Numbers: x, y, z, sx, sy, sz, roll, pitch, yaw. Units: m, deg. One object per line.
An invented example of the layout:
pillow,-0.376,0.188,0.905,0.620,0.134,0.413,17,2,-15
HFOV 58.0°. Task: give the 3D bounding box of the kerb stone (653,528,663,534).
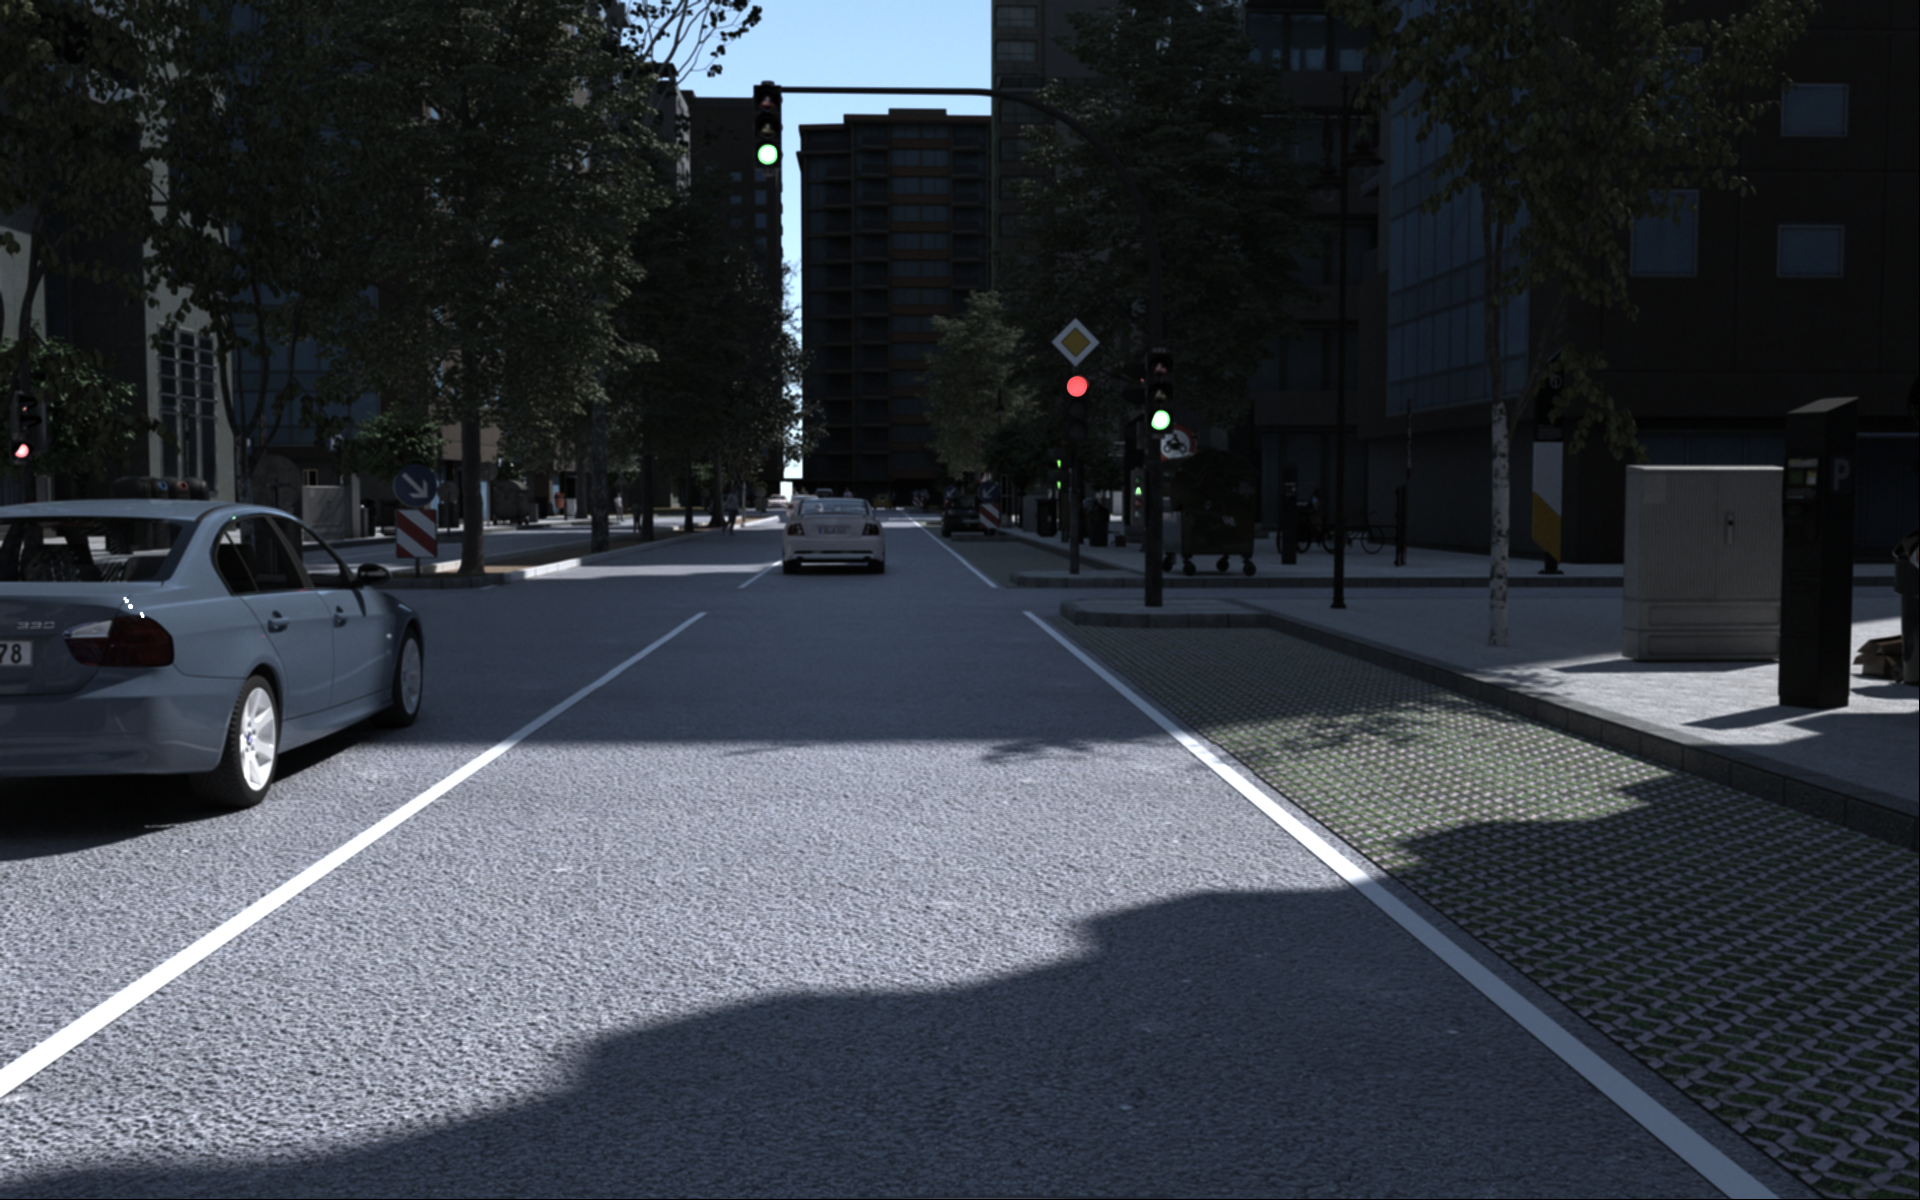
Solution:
kerb stone,-11.029,-2.504,63.139,0.120,0.150,1.000,0,4,-3

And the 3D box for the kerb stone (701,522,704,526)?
kerb stone,-11.696,-3.382,77.486,0.120,0.150,1.000,0,4,-3

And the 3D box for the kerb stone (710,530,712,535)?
kerb stone,-8.794,-2.321,60.140,0.120,0.150,1.000,0,4,-3

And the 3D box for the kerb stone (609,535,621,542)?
kerb stone,-10.564,-1.875,52.901,0.120,0.150,1.000,0,4,-3

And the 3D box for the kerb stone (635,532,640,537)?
kerb stone,-10.749,-2.126,56.989,0.120,0.150,1.000,0,4,-3

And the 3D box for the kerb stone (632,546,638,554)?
kerb stone,-7.944,-1.194,41.726,0.120,0.150,1.000,0,4,-3

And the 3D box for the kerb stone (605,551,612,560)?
kerb stone,-7.757,-0.945,37.642,0.120,0.150,1.000,0,4,-3

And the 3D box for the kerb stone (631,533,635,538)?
kerb stone,-10.703,-2.066,55.968,0.120,0.150,1.000,0,4,-3

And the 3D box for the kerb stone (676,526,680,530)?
kerb stone,-11.273,-2.818,68.269,0.120,0.150,1.000,0,4,-3

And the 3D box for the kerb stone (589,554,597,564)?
kerb stone,-7.661,-0.820,35.599,0.120,0.150,1.000,0,4,-3

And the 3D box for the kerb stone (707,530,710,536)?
kerb stone,-8.734,-2.258,59.119,0.120,0.150,1.000,0,4,-3

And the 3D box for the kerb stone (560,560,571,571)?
kerb stone,-7.514,-0.628,32.529,0.120,0.150,1.000,0,4,-3

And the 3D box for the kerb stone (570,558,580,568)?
kerb stone,-7.570,-0.693,33.557,0.120,0.150,1.000,0,4,-3

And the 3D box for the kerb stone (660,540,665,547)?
kerb stone,-8.172,-1.507,46.834,0.120,0.150,1.000,0,4,-3

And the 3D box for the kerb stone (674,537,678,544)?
kerb stone,-8.320,-1.695,49.903,0.120,0.150,1.000,0,4,-3

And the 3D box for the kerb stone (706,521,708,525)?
kerb stone,-11.789,-3.507,79.533,0.120,0.150,1.000,0,4,-3

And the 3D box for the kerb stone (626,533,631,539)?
kerb stone,-10.659,-2.001,54.947,0.120,0.150,1.000,0,4,-3

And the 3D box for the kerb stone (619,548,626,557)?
kerb stone,-7.840,-1.070,39.685,0.120,0.150,1.000,0,4,-3

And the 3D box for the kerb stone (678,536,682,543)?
kerb stone,-8.369,-1.754,50.924,0.120,0.150,1.000,0,4,-3

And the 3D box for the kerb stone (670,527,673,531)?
kerb stone,-11.182,-2.693,66.219,0.120,0.150,1.000,0,4,-3

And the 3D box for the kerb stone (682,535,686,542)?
kerb stone,-8.412,-1.815,51.946,0.120,0.150,1.000,0,4,-3

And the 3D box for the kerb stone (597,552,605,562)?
kerb stone,-7.703,-0.882,36.621,0.120,0.150,1.000,0,4,-3

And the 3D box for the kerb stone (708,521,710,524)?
kerb stone,-11.831,-3.560,80.566,0.120,0.150,1.000,0,4,-3

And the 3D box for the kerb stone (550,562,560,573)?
kerb stone,-7.471,-0.567,31.496,0.120,0.150,1.000,0,4,-3

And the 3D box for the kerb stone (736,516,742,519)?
kerb stone,-12.739,-4.759,100.003,0.120,0.150,1.000,0,4,-3

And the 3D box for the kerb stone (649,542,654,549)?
kerb stone,-8.093,-1.382,44.790,0.120,0.150,1.000,0,4,-3

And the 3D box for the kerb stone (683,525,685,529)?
kerb stone,-11.367,-2.936,70.323,0.120,0.150,1.000,0,4,-3

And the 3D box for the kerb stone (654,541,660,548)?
kerb stone,-8.135,-1.442,45.811,0.120,0.150,1.000,0,4,-3

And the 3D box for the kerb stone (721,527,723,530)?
kerb stone,-8.984,-2.570,64.242,0.120,0.150,1.000,0,4,-3

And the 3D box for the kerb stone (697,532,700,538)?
kerb stone,-8.607,-2.070,56.048,0.120,0.150,1.000,0,4,-3

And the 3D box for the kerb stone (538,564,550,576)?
kerb stone,-7.424,-0.505,30.473,0.120,0.150,1.000,0,4,-3

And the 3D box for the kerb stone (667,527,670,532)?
kerb stone,-11.127,-2.629,65.186,0.120,0.150,1.000,0,4,-3

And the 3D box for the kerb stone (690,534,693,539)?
kerb stone,-8.521,-1.945,53.992,0.120,0.150,1.000,0,4,-3

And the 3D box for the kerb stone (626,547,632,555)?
kerb stone,-7.892,-1.129,40.706,0.120,0.150,1.000,0,4,-3

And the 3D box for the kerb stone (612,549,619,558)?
kerb stone,-7.801,-1.006,38.663,0.120,0.150,1.000,0,4,-3

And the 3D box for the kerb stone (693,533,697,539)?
kerb stone,-8.557,-1.998,55.023,0.120,0.150,1.000,0,4,-3

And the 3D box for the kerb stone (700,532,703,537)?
kerb stone,-8.648,-2.130,57.071,0.120,0.150,1.000,0,4,-3

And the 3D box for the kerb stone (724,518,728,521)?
kerb stone,-12.408,-4.320,92.834,0.120,0.150,1.000,0,4,-3

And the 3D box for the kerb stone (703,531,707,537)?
kerb stone,-8.693,-2.196,58.094,0.120,0.150,1.000,0,4,-3

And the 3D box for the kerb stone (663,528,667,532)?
kerb stone,-11.077,-2.564,64.163,0.120,0.150,1.000,0,4,-3

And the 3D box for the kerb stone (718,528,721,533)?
kerb stone,-8.934,-2.508,63.216,0.120,0.150,1.000,0,4,-3

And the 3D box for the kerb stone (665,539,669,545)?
kerb stone,-8.226,-1.561,47.855,0.120,0.150,1.000,0,4,-3

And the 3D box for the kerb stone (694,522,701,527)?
kerb stone,-11.643,-3.319,76.463,0.120,0.150,1.000,0,4,-3

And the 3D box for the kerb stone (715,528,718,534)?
kerb stone,-8.881,-2.446,62.193,0.120,0.150,1.000,0,4,-3

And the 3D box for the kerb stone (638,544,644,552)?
kerb stone,-7.988,-1.252,42.748,0.120,0.150,1.000,0,4,-3

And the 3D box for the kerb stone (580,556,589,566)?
kerb stone,-7.608,-0.757,34.579,0.120,0.150,1.000,0,4,-3

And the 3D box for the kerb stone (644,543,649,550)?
kerb stone,-8.044,-1.311,43.769,0.120,0.150,1.000,0,4,-3

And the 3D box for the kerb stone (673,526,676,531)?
kerb stone,-11.226,-2.756,67.248,0.120,0.150,1.000,0,4,-3

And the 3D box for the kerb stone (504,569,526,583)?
kerb stone,-7.324,-0.381,28.431,0.120,0.150,1.000,0,4,-3

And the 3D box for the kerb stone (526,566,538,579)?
kerb stone,-7.384,-0.444,29.452,0.120,0.150,1.000,0,4,-3

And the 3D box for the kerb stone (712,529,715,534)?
kerb stone,-8.840,-2.379,61.171,0.120,0.150,1.000,0,4,-3

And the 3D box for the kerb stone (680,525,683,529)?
kerb stone,-11.316,-2.880,69.291,0.120,0.150,1.000,0,4,-3

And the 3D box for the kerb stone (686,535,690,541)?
kerb stone,-8.461,-1.882,52.968,0.120,0.150,1.000,0,4,-3

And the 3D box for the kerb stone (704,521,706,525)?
kerb stone,-11.744,-3.444,78.512,0.120,0.150,1.000,0,4,-3

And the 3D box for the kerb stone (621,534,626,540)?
kerb stone,-10.608,-1.941,53.924,0.120,0.150,1.000,0,4,-3

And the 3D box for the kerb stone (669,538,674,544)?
kerb stone,-8.271,-1.631,48.876,0.120,0.150,1.000,0,4,-3
